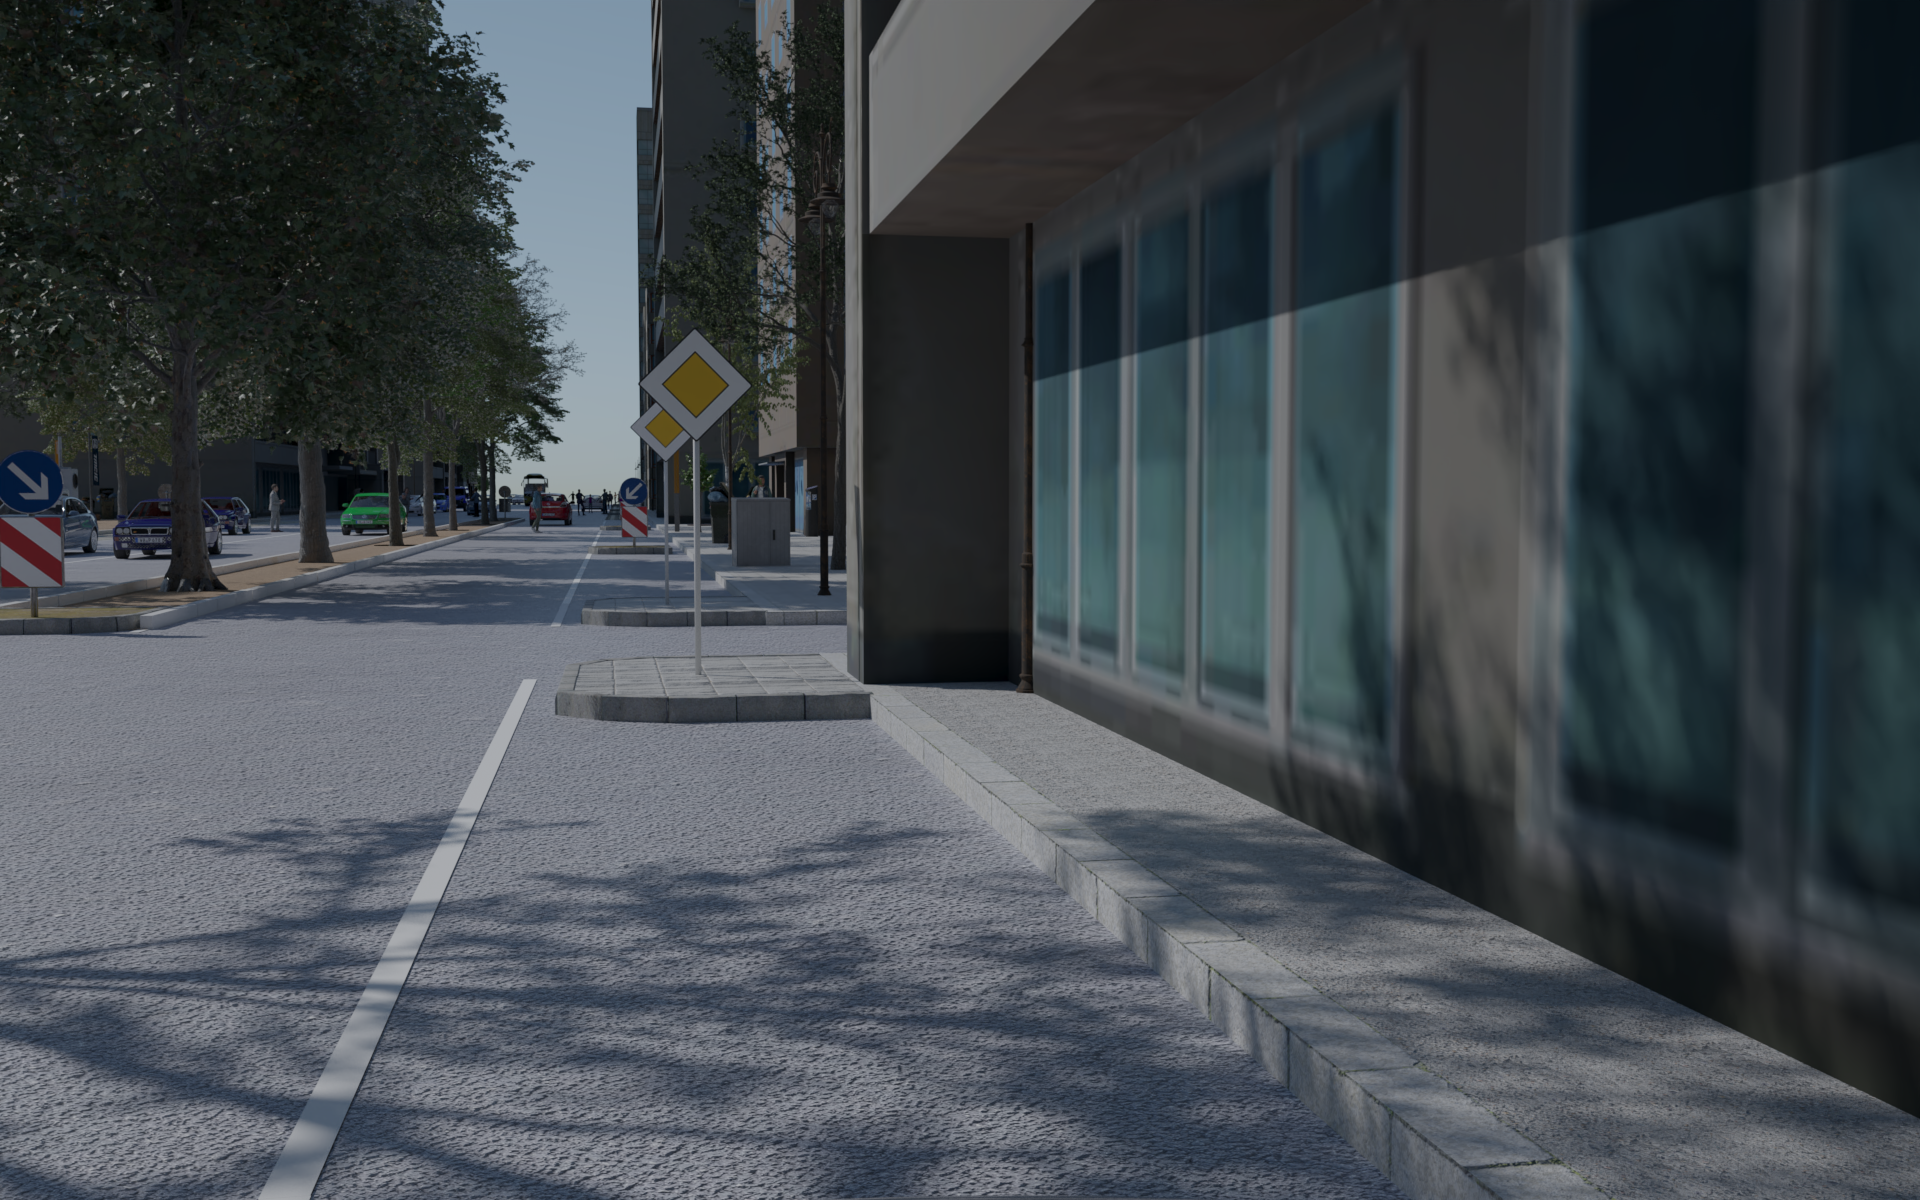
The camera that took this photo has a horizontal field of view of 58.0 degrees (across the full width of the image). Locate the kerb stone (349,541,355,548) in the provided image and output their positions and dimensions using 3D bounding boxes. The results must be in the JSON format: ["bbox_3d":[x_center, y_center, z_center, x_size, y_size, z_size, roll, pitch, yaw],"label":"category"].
[{"bbox_3d":[-16.108,-1.426,45.514,0.120,0.150,1.000,-1,4,-11],"label":"kerb stone"}]

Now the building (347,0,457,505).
[{"bbox_3d":[-69.756,-46.591,200.017,20.563,71.187,20.611,-1,4,-11],"label":"building"}]

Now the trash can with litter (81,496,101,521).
[{"bbox_3d":[-41.844,-4.400,83.329,0.624,1.170,1.055,0,4,3],"label":"trash can with litter"}]

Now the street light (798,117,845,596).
[{"bbox_3d":[-1.719,-2.996,21.781,0.468,5.910,1.993,-1,4,-11],"label":"street light"}]

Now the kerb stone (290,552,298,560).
[{"bbox_3d":[-14.522,-0.934,37.466,0.120,0.150,1.000,-1,4,-11],"label":"kerb stone"}]

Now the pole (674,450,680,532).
[{"bbox_3d":[-9.630,-3.979,58.896,0.158,3.312,0.155,0,3,0],"label":"pole"}]

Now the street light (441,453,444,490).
[{"bbox_3d":[-56.877,-13.322,190.609,0.468,5.910,1.993,-1,4,-11],"label":"street light"}]

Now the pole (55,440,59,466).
[{"bbox_3d":[-34.221,-4.400,65.776,0.158,3.312,0.155,0,3,0],"label":"pole"}]

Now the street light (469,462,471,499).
[{"bbox_3d":[-63.759,-15.455,225.471,0.468,5.910,1.993,-1,4,-11],"label":"street light"}]

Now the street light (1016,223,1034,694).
[{"bbox_3d":[0.453,-2.340,11.040,0.468,5.910,1.993,-1,4,-11],"label":"street light"}]

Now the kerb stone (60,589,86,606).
[{"bbox_3d":[-11.550,-0.012,22.387,0.120,0.150,1.000,-1,4,-11],"label":"kerb stone"}]

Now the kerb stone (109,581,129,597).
[{"bbox_3d":[-11.943,-0.135,24.401,0.120,0.150,1.000,-1,4,-11],"label":"kerb stone"}]

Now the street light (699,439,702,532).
[{"bbox_3d":[-8.708,-5.195,57.719,0.468,5.910,1.993,-1,4,-11],"label":"street light"}]

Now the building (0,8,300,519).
[{"bbox_3d":[-49.678,-29.005,97.932,21.300,48.544,21.600,-1,4,-11],"label":"building"}]

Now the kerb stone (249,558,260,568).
[{"bbox_3d":[-13.734,-0.686,33.445,0.120,0.150,1.000,-1,4,-11],"label":"kerb stone"}]

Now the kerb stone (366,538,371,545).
[{"bbox_3d":[-16.702,-1.611,48.535,0.120,0.150,1.000,-1,4,-11],"label":"kerb stone"}]

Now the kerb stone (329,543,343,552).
[{"bbox_3d":[-15.717,-1.302,43.506,0.120,0.150,1.000,-1,4,-11],"label":"kerb stone"}]

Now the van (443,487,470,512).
[{"bbox_3d":[-41.322,-8.415,141.973,2.240,2.365,5.245,-1,4,-12],"label":"van"}]

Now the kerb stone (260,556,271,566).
[{"bbox_3d":[-13.926,-0.747,34.449,0.120,0.150,1.000,-1,4,-11],"label":"kerb stone"}]

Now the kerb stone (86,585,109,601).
[{"bbox_3d":[-11.748,-0.071,23.398,0.120,0.150,1.000,-1,4,-11],"label":"kerb stone"}]

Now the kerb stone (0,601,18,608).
[{"bbox_3d":[-11.149,0.111,20.383,0.120,0.150,1.000,-1,4,-11],"label":"kerb stone"}]

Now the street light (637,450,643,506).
[{"bbox_3d":[-32.875,-12.637,179.401,0.468,5.910,1.993,-1,4,-11],"label":"street light"}]

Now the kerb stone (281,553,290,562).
[{"bbox_3d":[-14.320,-0.873,36.464,0.120,0.150,1.000,-1,4,-11],"label":"kerb stone"}]

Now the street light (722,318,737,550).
[{"bbox_3d":[-5.274,-4.093,39.703,0.468,5.910,1.993,-1,4,-11],"label":"street light"}]

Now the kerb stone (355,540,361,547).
[{"bbox_3d":[-16.304,-1.488,46.526,0.120,0.150,1.000,-1,4,-11],"label":"kerb stone"}]

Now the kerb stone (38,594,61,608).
[{"bbox_3d":[-11.361,0.050,21.383,0.120,0.150,1.000,-1,4,-11],"label":"kerb stone"}]

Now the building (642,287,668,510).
[{"bbox_3d":[-14.418,-19.068,156.793,27.650,21.520,28.899,-1,4,-11],"label":"building"}]

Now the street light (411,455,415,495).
[{"bbox_3d":[-51.380,-11.635,163.023,0.468,5.910,1.993,-1,4,-11],"label":"street light"}]

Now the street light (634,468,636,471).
[{"bbox_3d":[-39.700,-14.774,214.344,0.468,5.910,1.993,-1,4,-11],"label":"street light"}]

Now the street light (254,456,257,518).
[{"bbox_3d":[-37.350,-7.268,91.615,0.468,5.910,1.993,-1,4,-11],"label":"street light"}]

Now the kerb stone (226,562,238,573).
[{"bbox_3d":[-13.324,-0.561,31.440,0.120,0.150,1.000,-1,4,-11],"label":"kerb stone"}]

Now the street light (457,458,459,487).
[{"bbox_3d":[-60.257,-14.389,208.052,0.468,5.910,1.993,-1,4,-11],"label":"street light"}]

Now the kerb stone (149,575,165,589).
[{"bbox_3d":[-12.336,-0.258,26.416,0.120,0.150,1.000,-1,4,-11],"label":"kerb stone"}]

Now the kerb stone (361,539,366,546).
[{"bbox_3d":[-16.501,-1.549,47.529,0.120,0.150,1.000,-1,4,-11],"label":"kerb stone"}]

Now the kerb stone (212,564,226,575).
[{"bbox_3d":[-13.129,-0.504,30.437,0.120,0.150,1.000,-1,4,-11],"label":"kerb stone"}]

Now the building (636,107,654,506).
[{"bbox_3d":[-27.712,-30.823,187.549,14.154,41.232,14.086,-1,4,-11],"label":"building"}]

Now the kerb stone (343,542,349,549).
[{"bbox_3d":[-15.909,-1.359,44.510,0.120,0.150,1.000,-1,4,-11],"label":"kerb stone"}]

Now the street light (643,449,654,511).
[{"bbox_3d":[-27.190,-10.908,151.139,0.468,5.910,1.993,-1,4,-11],"label":"street light"}]

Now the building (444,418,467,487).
[{"bbox_3d":[-70.407,-27.345,218.792,14.160,30.474,14.107,-1,4,-11],"label":"building"}]

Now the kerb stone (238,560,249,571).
[{"bbox_3d":[-13.529,-0.625,32.441,0.120,0.150,1.000,-1,4,-11],"label":"kerb stone"}]

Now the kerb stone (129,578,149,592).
[{"bbox_3d":[-12.140,-0.196,25.406,0.120,0.150,1.000,-1,4,-11],"label":"kerb stone"}]

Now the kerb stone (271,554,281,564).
[{"bbox_3d":[-14.121,-0.811,35.452,0.120,0.150,1.000,-1,4,-11],"label":"kerb stone"}]

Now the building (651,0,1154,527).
[{"bbox_3d":[-4.081,-28.198,84.743,21.300,48.544,21.600,-1,4,-11],"label":"building"}]

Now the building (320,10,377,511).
[{"bbox_3d":[-57.143,-32.542,121.308,28.713,52.752,27.495,-1,4,-11],"label":"building"}]

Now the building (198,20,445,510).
[{"bbox_3d":[-66.025,-34.023,179.971,21.300,48.544,21.600,-1,4,-11],"label":"building"}]

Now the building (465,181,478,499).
[{"bbox_3d":[-72.737,-35.607,232.279,14.600,45.320,14.200,-1,4,-11],"label":"building"}]

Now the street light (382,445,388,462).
[{"bbox_3d":[-47.955,-10.525,144.865,0.468,5.910,1.993,-1,4,-11],"label":"street light"}]
